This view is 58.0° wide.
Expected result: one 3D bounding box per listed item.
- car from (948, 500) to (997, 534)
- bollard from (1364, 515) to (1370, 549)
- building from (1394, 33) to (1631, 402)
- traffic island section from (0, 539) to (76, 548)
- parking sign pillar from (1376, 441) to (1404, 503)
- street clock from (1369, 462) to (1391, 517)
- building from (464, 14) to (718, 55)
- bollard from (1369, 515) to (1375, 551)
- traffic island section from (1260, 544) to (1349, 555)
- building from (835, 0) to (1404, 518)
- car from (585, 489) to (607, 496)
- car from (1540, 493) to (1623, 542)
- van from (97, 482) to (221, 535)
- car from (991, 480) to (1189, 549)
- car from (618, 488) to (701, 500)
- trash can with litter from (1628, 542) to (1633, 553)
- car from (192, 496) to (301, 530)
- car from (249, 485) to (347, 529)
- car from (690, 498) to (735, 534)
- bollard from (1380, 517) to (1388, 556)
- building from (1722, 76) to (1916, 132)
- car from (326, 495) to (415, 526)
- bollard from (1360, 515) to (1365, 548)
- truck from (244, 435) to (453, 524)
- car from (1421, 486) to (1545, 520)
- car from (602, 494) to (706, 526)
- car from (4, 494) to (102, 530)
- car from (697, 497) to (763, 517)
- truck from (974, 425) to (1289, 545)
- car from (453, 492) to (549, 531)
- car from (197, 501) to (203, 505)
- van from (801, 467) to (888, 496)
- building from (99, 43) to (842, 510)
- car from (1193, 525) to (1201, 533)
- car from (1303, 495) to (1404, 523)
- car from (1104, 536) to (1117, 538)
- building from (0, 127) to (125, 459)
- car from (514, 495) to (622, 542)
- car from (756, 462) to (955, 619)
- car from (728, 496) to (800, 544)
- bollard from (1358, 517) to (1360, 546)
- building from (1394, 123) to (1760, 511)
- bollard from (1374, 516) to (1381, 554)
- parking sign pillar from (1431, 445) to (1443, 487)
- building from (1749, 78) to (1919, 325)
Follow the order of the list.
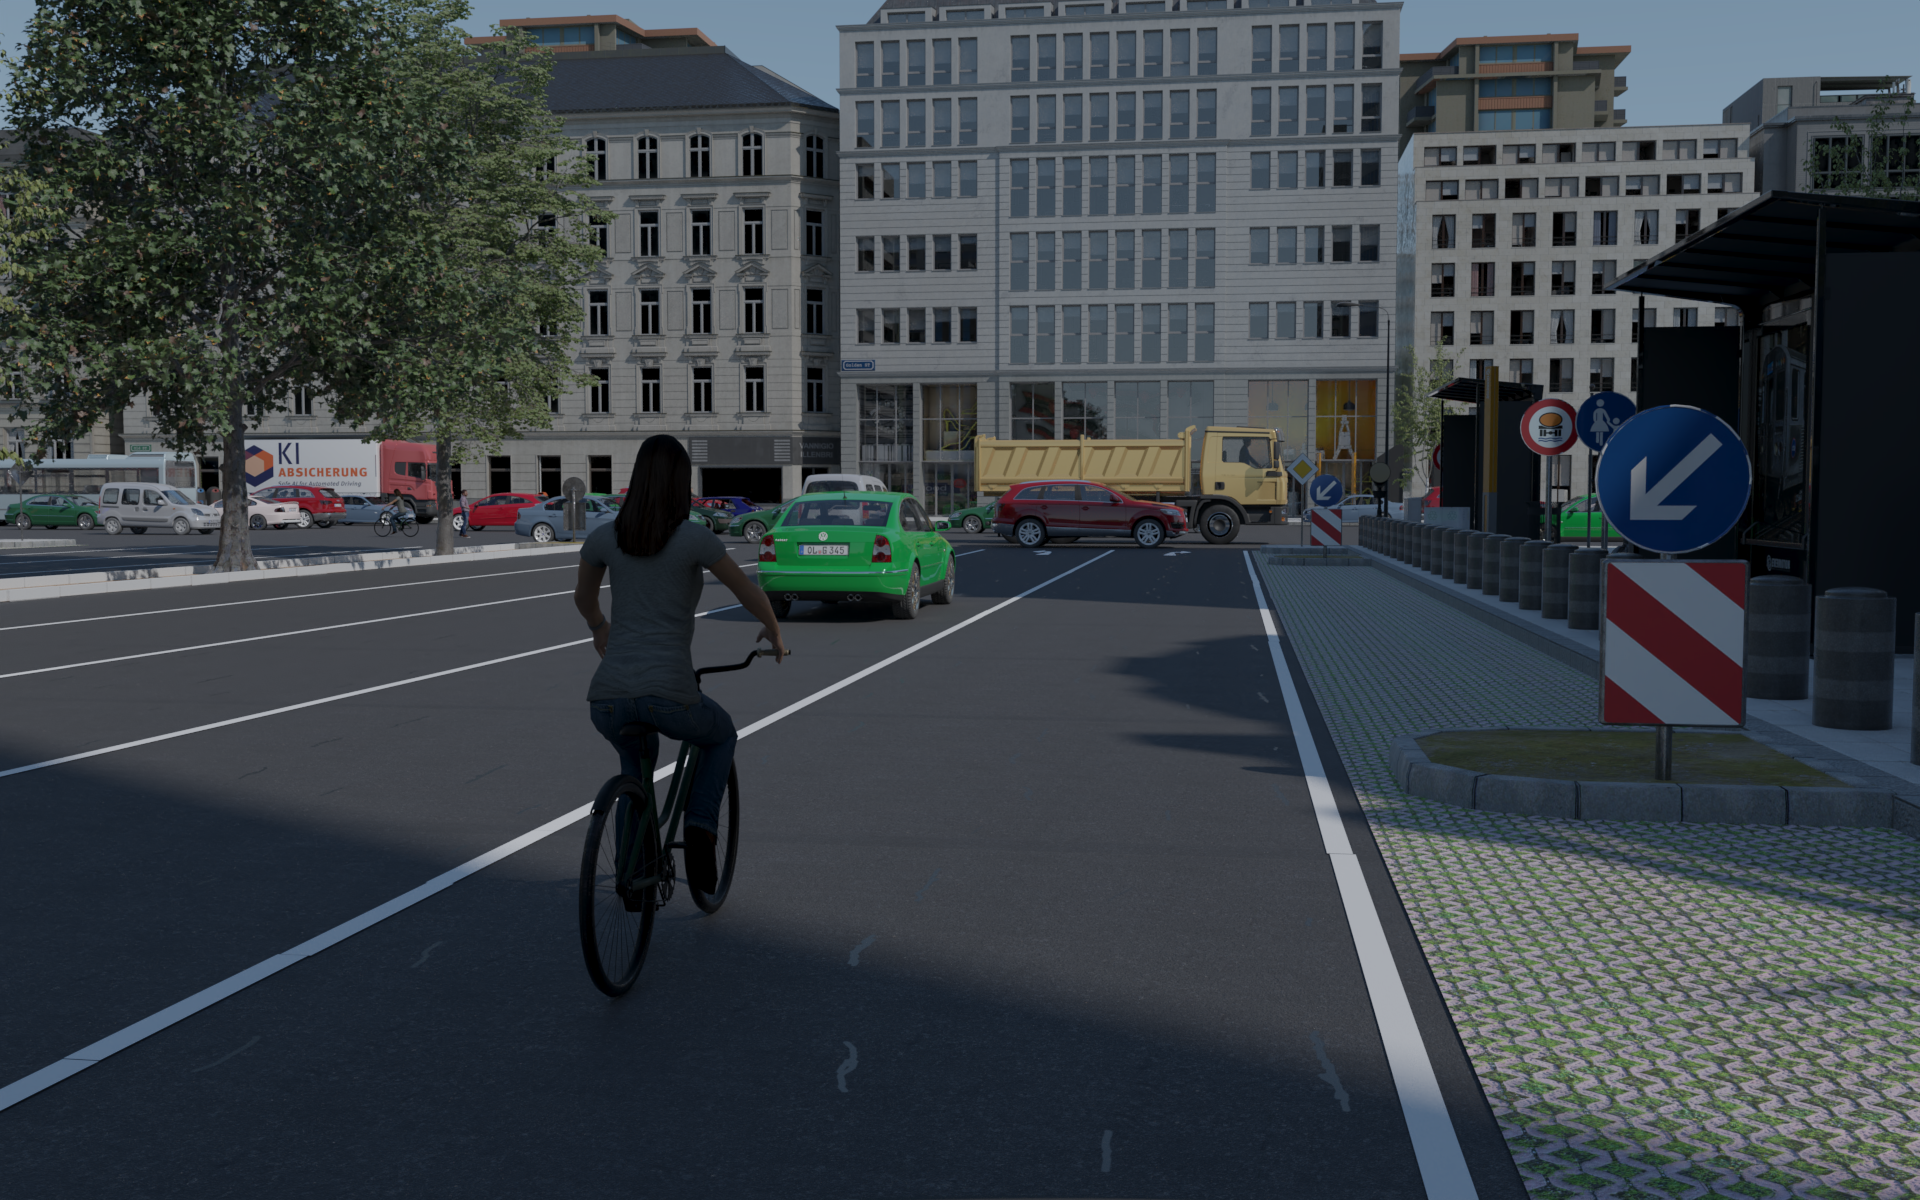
[{"bbox_3d":[1.987,-3.155,63.375,4.920,1.459,2.131,0,4,8],"label":"car"},{"bbox_3d":[9.650,-1.554,40.129,0.404,0.777,0.398,0,3,0],"label":"bollard"},{"bbox_3d":[52.104,-31.547,170.423,22.147,44.769,28.867,1,4,9],"label":"building"},{"bbox_3d":[-25.770,-1.546,47.557,2.009,0.180,2.903,1,4,9],"label":"traffic island section"},{"bbox_3d":[21.449,-5.991,86.425,1.447,3.967,1.447,1,4,12],"label":"parking sign pillar"},{"bbox_3d":[9.475,-2.113,39.116,0.471,2.002,0.358,1,4,14],"label":"street clock"},{"bbox_3d":[-32.761,-31.082,162.815,22.147,44.769,28.867,1,4,9],"label":"building"},{"bbox_3d":[9.434,-1.470,38.746,0.404,0.777,0.398,0,3,0],"label":"bollard"},{"bbox_3d":[8.368,-1.225,42.309,2.009,0.180,2.903,1,4,9],"label":"traffic island section"},{"bbox_3d":[8.864,-19.550,97.140,29.804,29.767,11.434,1,4,9],"label":"building"},{"bbox_3d":[-15.296,-3.798,70.894,1.959,1.807,4.718,0,4,8],"label":"car"},{"bbox_3d":[16.517,-2.220,45.097,4.718,1.807,1.959,0,4,8],"label":"car"},{"bbox_3d":[-28.338,-3.326,61.390,4.112,2.044,2.013,1,4,9],"label":"van"},{"bbox_3d":[3.487,-2.323,46.662,5.304,1.827,2.281,1,4,9],"label":"car"},{"bbox_3d":[-12.794,-4.149,76.514,5.304,1.827,2.281,1,4,8],"label":"car"},{"bbox_3d":[10.038,-0.874,25.345,1.678,1.210,2.233,0,4,-7],"label":"trash can with litter"},{"bbox_3d":[-29.023,-3.508,69.720,4.827,1.381,2.083,1,4,8],"label":"car"},{"bbox_3d":[-28.434,-3.904,72.503,5.304,1.827,2.281,0,4,7],"label":"car"},{"bbox_3d":[-10.052,-3.181,61.794,4.222,1.686,2.009,1,4,9],"label":"car"},{"bbox_3d":[9.007,-1.300,35.978,0.404,0.777,0.398,0,3,0],"label":"bollard"},{"bbox_3d":[84.743,-29.921,172.797,14.086,41.232,14.154,1,4,9],"label":"building"},{"bbox_3d":[-27.038,-4.081,78.730,4.499,1.417,2.014,1,4,10],"label":"car"},{"bbox_3d":[9.866,-1.639,41.518,0.404,0.777,0.398,0,3,0],"label":"bollard"},{"bbox_3d":[-29.396,-5.755,83.008,11.283,4.237,2.839,1,4,10],"label":"truck"},{"bbox_3d":[20.999,-3.708,69.299,5.304,1.827,2.281,1,4,9],"label":"car"},{"bbox_3d":[-11.141,-2.911,59.394,4.920,1.459,2.131,0,4,7],"label":"car"},{"bbox_3d":[-36.071,-3.561,70.014,4.920,1.459,2.131,1,4,10],"label":"car"},{"bbox_3d":[-9.214,-3.129,63.738,3.894,1.354,1.945,1,4,9],"label":"car"},{"bbox_3d":[5.419,-3.328,50.338,9.791,3.379,3.469,1,4,9],"label":"truck"},{"bbox_3d":[-17.770,-3.548,67.043,4.494,1.783,2.155,0,4,8],"label":"car"},{"bbox_3d":[-39.663,-4.649,84.682,5.304,1.827,2.281,0,4,7],"label":"car"},{"bbox_3d":[-2.302,-1.870,37.594,2.013,2.044,4.112,1,4,10],"label":"van"},{"bbox_3d":[-27.107,-20.184,106.426,44.131,29.872,17.030,1,4,9],"label":"building"},{"bbox_3d":[7.615,-3.172,64.228,4.827,1.381,2.083,1,4,10],"label":"car"},{"bbox_3d":[17.600,-4.005,77.491,4.499,1.417,2.014,1,4,9],"label":"car"},{"bbox_3d":[3.695,-2.809,57.728,4.920,1.459,2.131,1,4,9],"label":"car"},{"bbox_3d":[-64.134,-16.989,111.058,30.059,22.955,16.112,1,4,9],"label":"building"},{"bbox_3d":[-10.404,-2.290,49.443,4.499,1.417,2.014,0,4,7],"label":"car"},{"bbox_3d":[-1.174,-0.762,21.259,1.959,1.807,4.718,1,4,9],"label":"car"},{"bbox_3d":[-4.359,-2.372,50.587,4.920,1.459,2.131,1,4,9],"label":"car"},{"bbox_3d":[10.075,-1.724,42.904,0.404,0.777,0.398,0,3,0],"label":"bollard"},{"bbox_3d":[32.761,-14.631,93.973,16.860,20.320,10.420,1,4,9],"label":"building"},{"bbox_3d":[9.221,-1.385,37.362,0.404,0.777,0.398,0,3,0],"label":"bollard"},{"bbox_3d":[23.547,-5.936,85.525,1.447,3.967,1.447,1,4,10],"label":"parking sign pillar"},{"bbox_3d":[56.648,-16.697,92.061,30.058,24.678,14.314,1,4,9],"label":"building"}]
